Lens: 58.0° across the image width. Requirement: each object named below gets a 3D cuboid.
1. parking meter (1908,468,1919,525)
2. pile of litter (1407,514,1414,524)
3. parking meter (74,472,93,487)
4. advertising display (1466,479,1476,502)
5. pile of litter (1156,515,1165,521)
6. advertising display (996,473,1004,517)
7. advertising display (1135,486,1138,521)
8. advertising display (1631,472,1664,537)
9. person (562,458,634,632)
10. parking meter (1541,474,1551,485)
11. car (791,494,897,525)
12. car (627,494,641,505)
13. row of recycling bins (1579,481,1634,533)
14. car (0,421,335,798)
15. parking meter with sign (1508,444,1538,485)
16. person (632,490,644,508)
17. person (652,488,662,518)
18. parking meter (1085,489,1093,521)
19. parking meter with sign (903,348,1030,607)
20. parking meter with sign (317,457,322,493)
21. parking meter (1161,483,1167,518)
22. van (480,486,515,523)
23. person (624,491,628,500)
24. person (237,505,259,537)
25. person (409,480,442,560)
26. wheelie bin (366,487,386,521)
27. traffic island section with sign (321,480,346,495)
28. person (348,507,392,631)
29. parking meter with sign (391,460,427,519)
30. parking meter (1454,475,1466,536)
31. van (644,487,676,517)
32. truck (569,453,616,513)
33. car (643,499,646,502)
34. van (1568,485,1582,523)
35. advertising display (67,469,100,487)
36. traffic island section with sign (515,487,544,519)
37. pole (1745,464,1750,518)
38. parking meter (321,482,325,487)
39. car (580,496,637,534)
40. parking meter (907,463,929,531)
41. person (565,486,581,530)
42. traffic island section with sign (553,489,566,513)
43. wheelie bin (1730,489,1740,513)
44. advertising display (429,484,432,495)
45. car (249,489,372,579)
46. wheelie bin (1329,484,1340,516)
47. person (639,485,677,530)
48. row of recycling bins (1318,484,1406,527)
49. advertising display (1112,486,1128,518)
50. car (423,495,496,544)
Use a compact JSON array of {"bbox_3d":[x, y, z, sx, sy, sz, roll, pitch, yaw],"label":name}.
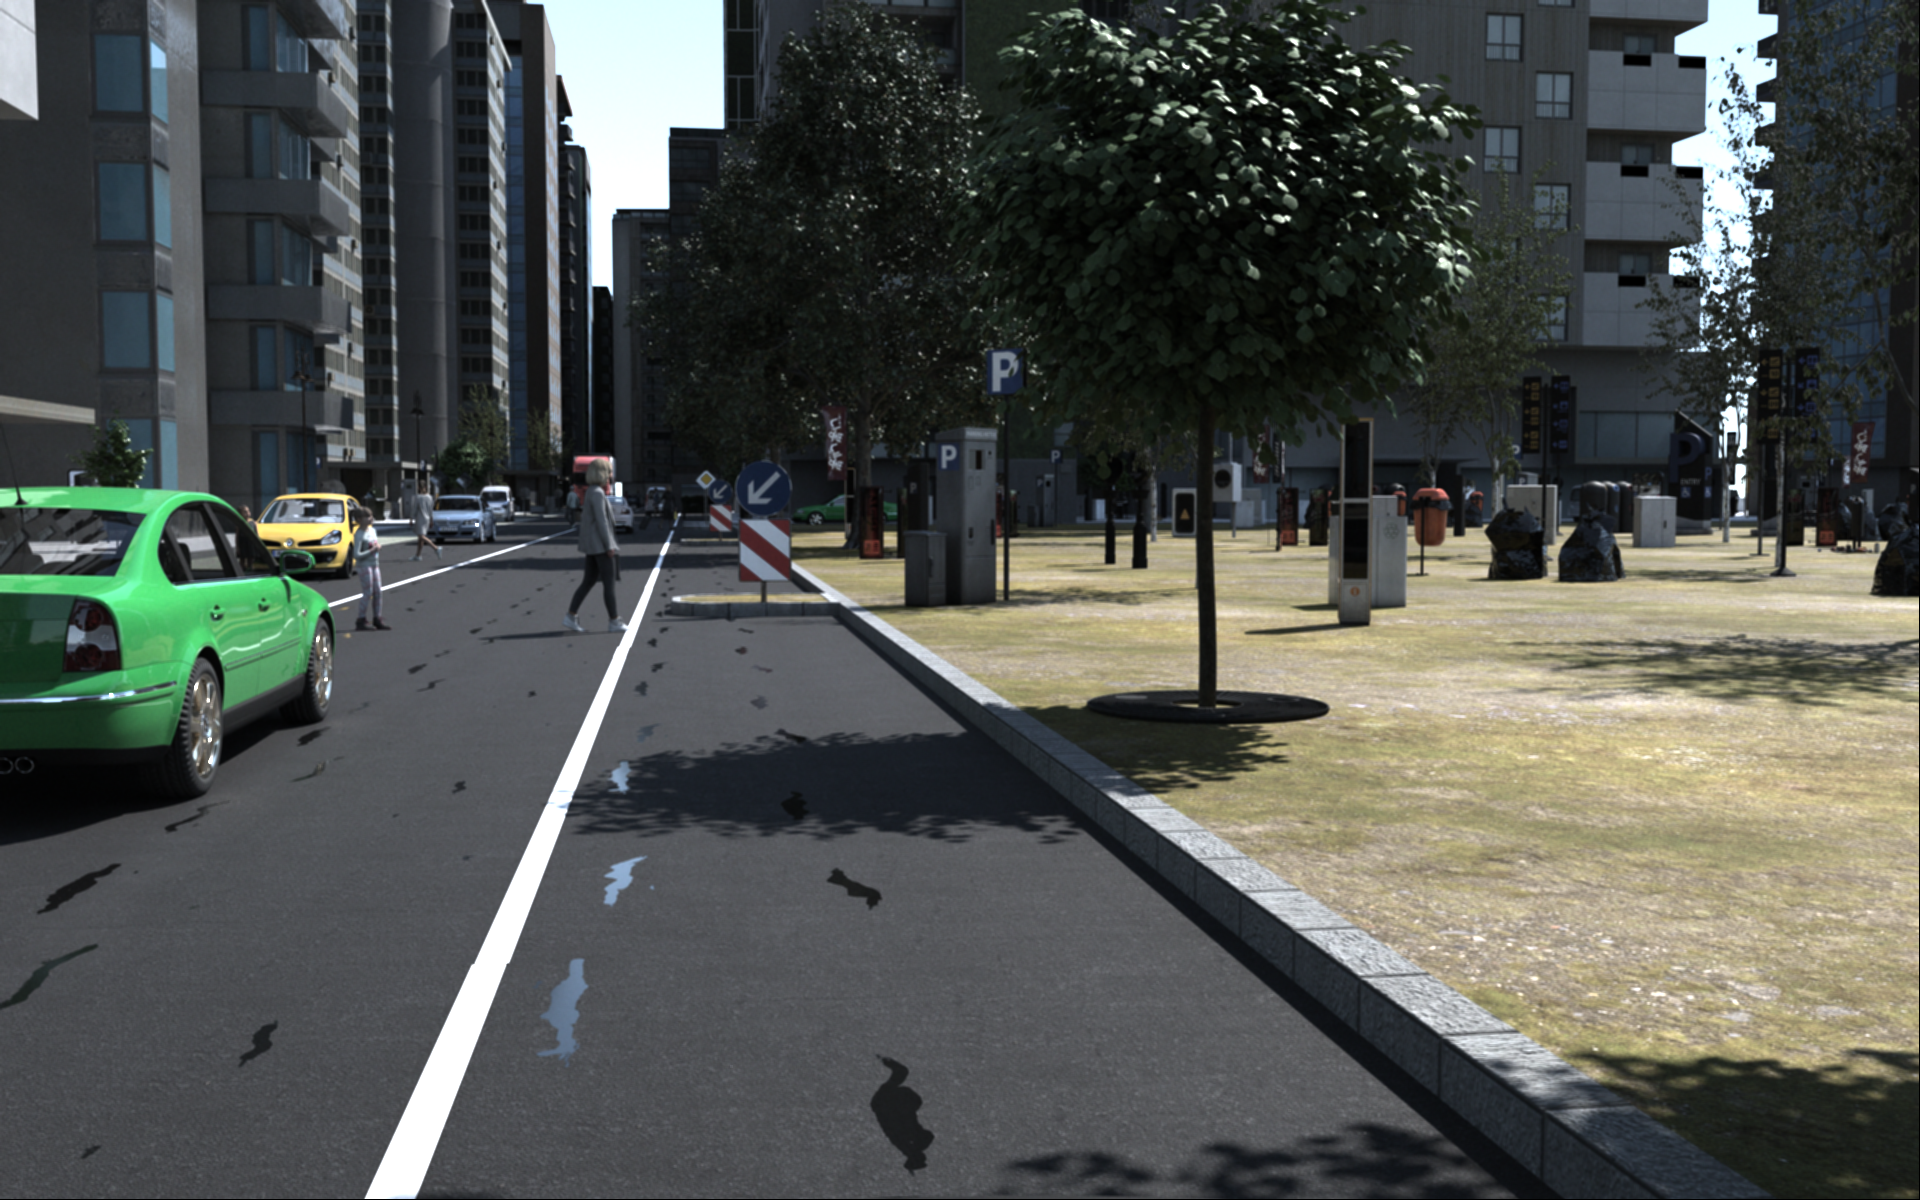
[{"bbox_3d":[21.457,-2.023,38.779,0.255,1.863,0.399,0,4,-4],"label":"parking meter"},{"bbox_3d":[19.434,-3.641,73.501,1.176,0.858,1.719,-3,5,-44],"label":"pile of litter"},{"bbox_3d":[-22.501,-2.371,44.475,0.255,1.863,0.399,2,4,32],"label":"parking meter"},{"bbox_3d":[22.300,-4.347,76.292,0.974,1.923,0.123,-2,4,-26],"label":"advertising display"},{"bbox_3d":[9.241,-4.211,82.817,1.719,0.858,1.176,-3,5,-41],"label":"pile of litter"},{"bbox_3d":[1.099,-2.929,53.109,0.974,1.923,0.123,3,5,43],"label":"advertising display"},{"bbox_3d":[7.068,-3.864,68.386,0.123,1.923,0.974,0,4,-5],"label":"advertising display"},{"bbox_3d":[20.384,-2.823,51.375,0.123,1.923,0.974,-3,4,-36],"label":"advertising display"},{"bbox_3d":[-3.791,-0.572,18.036,0.728,1.800,0.709,-1,4,-20],"label":"person"},{"bbox_3d":[17.150,-2.755,50.750,0.255,1.863,0.399,1,4,15],"label":"parking meter"},{"bbox_3d":[-4.972,-4.075,75.417,4.718,1.807,1.959,-1,4,-10],"label":"car"},{"bbox_3d":[-42.534,-13.051,225.384,2.014,1.417,4.499,0,4,-7],"label":"car"},{"bbox_3d":[21.533,-3.053,57.032,3.534,1.692,1.069,-3,5,-39],"label":"row of recycling bins"},{"bbox_3d":[-4.656,-0.037,9.396,1.959,1.807,4.718,-1,4,-9],"label":"car"},{"bbox_3d":[19.968,-3.952,60.869,1.738,3.016,0.543,-3,5,-39],"label":"parking meter with sign"},{"bbox_3d":[-32.918,-10.314,177.221,1.350,1.814,0.705,-1,4,-18],"label":"person"},{"bbox_3d":[-18.243,-5.855,104.255,0.654,1.822,0.581,0,4,-8],"label":"person"},{"bbox_3d":[6.550,-4.874,88.099,0.372,1.533,0.369,0,3,0],"label":"parking meter"},{"bbox_3d":[0.049,-1.465,20.221,0.543,3.016,1.738,3,4,38],"label":"parking meter with sign"},{"bbox_3d":[-30.444,-5.158,80.591,0.543,3.016,1.738,1,4,16],"label":"parking meter with sign"},{"bbox_3d":[10.862,-5.299,92.348,0.255,1.863,0.399,1,4,17],"label":"parking meter"},{"bbox_3d":[-23.559,-4.941,87.804,2.013,2.044,4.112,-1,4,-10],"label":"van"},{"bbox_3d":[-32.800,-9.812,169.648,0.721,1.743,1.217,-3,5,-39],"label":"person"},{"bbox_3d":[-11.158,-0.854,27.130,0.362,1.253,0.373,-2,4,-31],"label":"person"},{"bbox_3d":[-11.530,-1.717,37.325,0.760,1.731,0.466,0,4,1],"label":"person"},{"bbox_3d":[-27.930,-4.575,82.703,0.693,1.594,0.980,2,4,30],"label":"wheelie bin"},{"bbox_3d":[-16.859,-2.317,46.503,1.989,1.847,2.006,-1,4,-9],"label":"traffic island section with sign"},{"bbox_3d":[-6.197,-0.333,18.216,0.394,1.301,0.425,0,4,-3],"label":"person"},{"bbox_3d":[-28.124,-5.630,88.309,1.738,3.016,0.543,-3,5,-40],"label":"parking meter with sign"},{"bbox_3d":[15.201,-2.872,52.675,0.255,1.863,0.399,2,4,33],"label":"parking meter"},{"bbox_3d":[-18.761,-6.184,108.124,2.013,2.044,4.112,0,4,-8],"label":"van"},{"bbox_3d":[-25.547,-8.081,121.037,2.839,4.237,11.283,-1,4,-9],"label":"truck"},{"bbox_3d":[-29.644,-9.482,167.615,1.945,1.354,3.894,-1,4,-11],"label":"car"},{"bbox_3d":[30.448,-4.492,80.455,4.112,2.044,2.013,-1,4,-9],"label":"van"},{"bbox_3d":[-22.753,-2.449,45.251,0.974,1.923,0.123,-2,4,-33],"label":"advertising display"},{"bbox_3d":[-25.553,-5.702,101.862,1.989,1.847,2.006,-1,4,-9],"label":"traffic island section with sign"},{"bbox_3d":[42.830,-6.134,94.142,0.158,3.312,0.155,0,3,0],"label":"pole"},{"bbox_3d":[-31.123,-4.842,84.883,0.255,1.863,0.399,-3,5,-41],"label":"parking meter"},{"bbox_3d":[-13.035,-3.166,64.131,2.083,1.381,4.827,-1,4,-10],"label":"car"},{"bbox_3d":[-0.803,-1.666,32.949,0.255,1.863,0.399,-3,5,-43],"label":"parking meter"},{"bbox_3d":[-15.626,-3.739,70.116,0.515,1.767,0.782,2,4,27],"label":"person"},{"bbox_3d":[-29.786,-7.349,128.792,1.989,1.847,2.006,-1,4,-9],"label":"traffic island section with sign"},{"bbox_3d":[51.213,-6.548,114.963,0.980,1.594,0.693,0,4,1],"label":"wheelie bin"},{"bbox_3d":[-35.902,-6.804,116.461,0.974,1.923,0.123,2,4,27],"label":"advertising display"},{"bbox_3d":[-11.341,-1.227,30.286,2.015,1.641,3.980,-1,4,-10],"label":"car"},{"bbox_3d":[12.130,-2.875,54.916,0.693,1.594,0.980,-3,5,-44],"label":"wheelie bin"},{"bbox_3d":[-12.096,-3.725,69.622,1.509,1.804,0.699,1,4,12],"label":"person"},{"bbox_3d":[15.789,-3.742,68.286,3.534,1.692,1.069,0,4,-5],"label":"row of recycling bins"},{"bbox_3d":[8.422,-5.272,91.404,0.974,1.923,0.123,-1,4,-21],"label":"advertising display"},{"bbox_3d":[-14.724,-2.379,50.903,2.014,1.417,4.499,0,4,-8],"label":"car"}]
